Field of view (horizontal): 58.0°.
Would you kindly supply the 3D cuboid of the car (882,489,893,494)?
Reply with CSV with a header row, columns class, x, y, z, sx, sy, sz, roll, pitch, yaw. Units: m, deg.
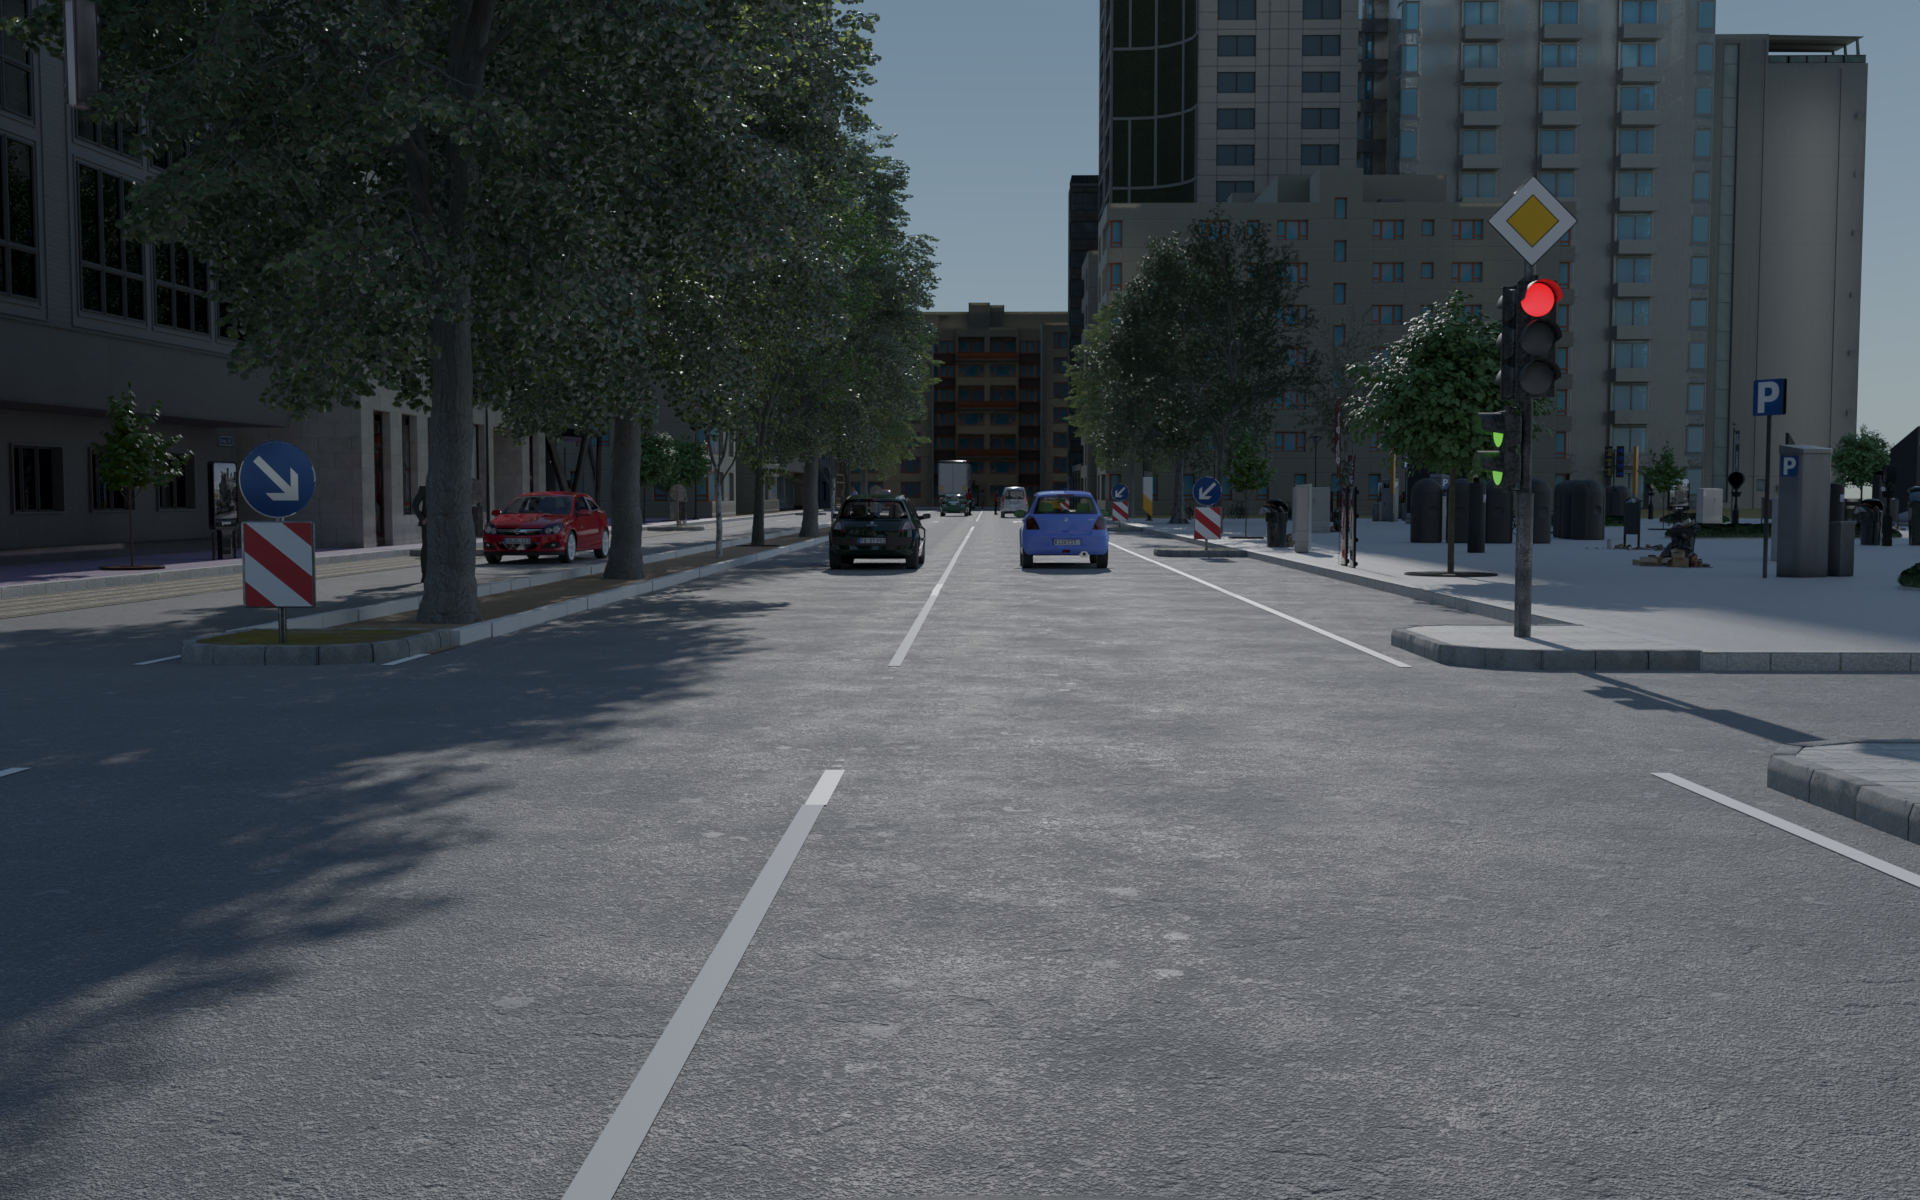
class,x,y,z,sx,sy,sz,roll,pitch,yaw
car,-6.116,-7.721,134.915,2.281,1.827,5.304,0,4,2

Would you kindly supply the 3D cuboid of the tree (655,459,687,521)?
class,x,y,z,sx,sy,sz,roll,pitch,yaw
tree,-13.629,-5.364,82.302,1.663,3.219,1.824,0,3,0

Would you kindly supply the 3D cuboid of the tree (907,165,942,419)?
class,x,y,z,sx,sy,sz,roll,pitch,yaw
tree,-5.019,-9.065,57.329,9.857,13.997,8.962,0,3,0

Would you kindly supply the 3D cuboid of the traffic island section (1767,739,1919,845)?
class,x,y,z,sx,sy,sz,roll,pitch,yaw
traffic island section,4.929,0.899,7.585,2.009,0.180,2.903,0,4,1

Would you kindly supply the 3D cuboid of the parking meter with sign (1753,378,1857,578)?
class,x,y,z,sx,sy,sz,roll,pitch,yaw
parking meter with sign,13.043,-1.861,26.684,1.738,3.016,0.543,-2,4,-24

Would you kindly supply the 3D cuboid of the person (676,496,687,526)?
class,x,y,z,sx,sy,sz,roll,pitch,yaw
person,-11.553,-3.829,71.653,0.519,1.759,0.362,1,4,17

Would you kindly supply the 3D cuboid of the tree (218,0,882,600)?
class,x,y,z,sx,sy,sz,roll,pitch,yaw
tree,-5.671,-7.327,28.909,9.857,13.997,8.962,0,3,0

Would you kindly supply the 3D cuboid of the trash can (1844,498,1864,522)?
class,x,y,z,sx,sy,sz,roll,pitch,yaw
trash can,30.070,-2.863,58.458,0.748,1.137,0.748,0,3,0

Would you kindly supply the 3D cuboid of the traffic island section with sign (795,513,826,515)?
class,x,y,z,sx,sy,sz,roll,pitch,yaw
traffic island section with sign,-10.147,-6.686,117.944,1.989,1.847,2.006,0,4,1

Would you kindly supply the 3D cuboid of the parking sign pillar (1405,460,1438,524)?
class,x,y,z,sx,sy,sz,roll,pitch,yaw
parking sign pillar,19.965,-5.269,74.613,1.447,3.967,1.447,3,4,38

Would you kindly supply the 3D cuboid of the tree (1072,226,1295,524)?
class,x,y,z,sx,sy,sz,roll,pitch,yaw
tree,9.491,-9.624,74.358,9.611,12.733,9.660,0,3,0

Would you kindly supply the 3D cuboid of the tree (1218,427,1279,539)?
class,x,y,z,sx,sy,sz,roll,pitch,yaw
tree,8.127,-3.374,49.773,1.663,3.219,1.824,0,3,0

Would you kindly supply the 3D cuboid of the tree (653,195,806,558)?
class,x,y,z,sx,sy,sz,roll,pitch,yaw
tree,-5.356,-5.228,38.301,4.737,8.622,4.395,0,3,0

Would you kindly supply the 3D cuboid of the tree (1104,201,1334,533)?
class,x,y,z,sx,sy,sz,roll,pitch,yaw
tree,8.289,-7.458,56.348,8.767,10.594,7.601,2,4,35

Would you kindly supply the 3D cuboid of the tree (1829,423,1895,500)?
class,x,y,z,sx,sy,sz,roll,pitch,yaw
tree,41.354,-5.858,79.490,4.285,4.588,4.351,0,3,0

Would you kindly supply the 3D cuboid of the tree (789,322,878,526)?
class,x,y,z,sx,sy,sz,roll,pitch,yaw
tree,-4.785,-6.864,65.052,4.360,8.622,3.978,0,3,0

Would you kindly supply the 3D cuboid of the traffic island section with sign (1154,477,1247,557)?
class,x,y,z,sx,sy,sz,roll,pitch,yaw
traffic island section with sign,5.529,-1.929,40.163,1.989,1.847,2.006,0,4,1

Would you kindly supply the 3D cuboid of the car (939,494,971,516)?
class,x,y,z,sx,sy,sz,roll,pitch,yaw
car,-0.334,-6.180,112.842,2.131,1.459,4.920,0,4,2

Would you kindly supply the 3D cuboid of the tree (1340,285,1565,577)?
class,x,y,z,sx,sy,sz,roll,pitch,yaw
tree,7.833,-2.661,27.228,4.285,4.588,4.351,0,3,0

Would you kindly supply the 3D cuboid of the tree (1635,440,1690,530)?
class,x,y,z,sx,sy,sz,roll,pitch,yaw
tree,25.164,-4.098,61.599,1.663,3.219,1.824,0,3,0

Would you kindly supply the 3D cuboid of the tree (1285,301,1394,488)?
class,x,y,z,sx,sy,sz,roll,pitch,yaw
tree,14.375,-7.030,65.311,4.360,8.622,3.978,0,3,0

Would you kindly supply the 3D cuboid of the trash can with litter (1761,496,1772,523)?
class,x,y,z,sx,sy,sz,roll,pitch,yaw
trash can with litter,30.337,-3.337,65.621,1.678,1.210,2.233,-2,4,-26

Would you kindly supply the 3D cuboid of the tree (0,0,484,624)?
class,x,y,z,sx,sy,sz,roll,pitch,yaw
tree,-5.700,-6.719,18.970,9.857,13.997,8.962,0,3,0

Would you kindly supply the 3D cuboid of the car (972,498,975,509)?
class,x,y,z,sx,sy,sz,roll,pitch,yaw
car,0.481,-9.293,164.294,2.083,1.381,4.827,0,4,1

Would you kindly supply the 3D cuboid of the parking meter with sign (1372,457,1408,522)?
class,x,y,z,sx,sy,sz,roll,pitch,yaw
parking meter with sign,20.025,-5.159,80.605,0.543,3.016,1.738,-3,5,-43

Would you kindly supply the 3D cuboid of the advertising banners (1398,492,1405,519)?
class,x,y,z,sx,sy,sz,roll,pitch,yaw
advertising banners,23.248,-5.646,88.501,2.074,3.025,0.090,2,4,26

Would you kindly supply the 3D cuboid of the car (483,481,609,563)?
class,x,y,z,sx,sy,sz,roll,pitch,yaw
car,-8.849,-1.722,37.196,2.155,1.783,4.494,0,4,3

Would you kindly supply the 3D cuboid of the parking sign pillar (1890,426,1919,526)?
class,x,y,z,sx,sy,sz,roll,pitch,yaw
parking sign pillar,37.848,-4.939,69.230,1.447,3.967,1.447,-1,4,-18

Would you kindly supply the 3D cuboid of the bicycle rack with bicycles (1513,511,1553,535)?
class,x,y,z,sx,sy,sz,roll,pitch,yaw
bicycle rack with bicycles,18.109,-2.496,54.200,2.925,0.926,2.852,3,5,42

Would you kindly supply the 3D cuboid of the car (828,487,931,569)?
class,x,y,z,sx,sy,sz,roll,pitch,yaw
car,-1.607,-1.509,34.451,2.009,1.686,4.222,0,4,1

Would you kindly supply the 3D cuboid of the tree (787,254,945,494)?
class,x,y,z,sx,sy,sz,roll,pitch,yaw
tree,-4.582,-9.808,80.952,7.486,12.596,7.792,0,3,0

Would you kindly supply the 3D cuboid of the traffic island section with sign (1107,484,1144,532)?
class,x,y,z,sx,sy,sz,roll,pitch,yaw
traffic island section with sign,6.040,-3.577,67.114,1.989,1.847,2.006,0,4,1

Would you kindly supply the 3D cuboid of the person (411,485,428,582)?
class,x,y,z,sx,sy,sz,roll,pitch,yaw
person,-8.576,-1.250,28.299,0.474,1.900,0.648,2,4,32

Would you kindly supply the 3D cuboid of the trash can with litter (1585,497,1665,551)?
class,x,y,z,sx,sy,sz,roll,pitch,yaw
trash can with litter,15.641,-1.763,39.887,1.678,1.210,2.233,-1,4,-16

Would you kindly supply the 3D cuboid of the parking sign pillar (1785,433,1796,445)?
class,x,y,z,sx,sy,sz,roll,pitch,yaw
parking sign pillar,36.914,-5.386,76.526,1.447,3.967,1.447,-3,5,-41

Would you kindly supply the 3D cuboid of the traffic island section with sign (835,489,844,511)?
class,x,y,z,sx,sy,sz,roll,pitch,yaw
traffic island section with sign,-9.648,-8.348,145.118,1.989,1.847,2.006,0,4,1

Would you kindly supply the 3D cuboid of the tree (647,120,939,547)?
class,x,y,z,sx,sy,sz,roll,pitch,yaw
tree,-5.389,-7.244,46.644,9.928,11.665,9.643,0,3,0

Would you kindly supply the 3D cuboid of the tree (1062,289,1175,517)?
class,x,y,z,sx,sy,sz,roll,pitch,yaw
tree,9.181,-10.923,96.721,7.486,12.596,7.792,0,3,0

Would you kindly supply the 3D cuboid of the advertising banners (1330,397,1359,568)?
class,x,y,z,sx,sy,sz,roll,pitch,yaw
advertising banners,6.853,-2.116,30.784,0.090,3.025,2.074,0,4,2

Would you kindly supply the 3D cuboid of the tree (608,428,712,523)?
class,x,y,z,sx,sy,sz,roll,pitch,yaw
tree,-14.282,-5.763,77.931,4.285,4.588,4.351,0,3,0

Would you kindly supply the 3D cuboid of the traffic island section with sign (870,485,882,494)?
class,x,y,z,sx,sy,sz,roll,pitch,yaw
traffic island section with sign,-4.430,-5.041,90.556,2.006,1.907,1.989,0,4,1

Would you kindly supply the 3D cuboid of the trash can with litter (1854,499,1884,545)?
class,x,y,z,sx,sy,sz,roll,pitch,yaw
trash can with litter,22.929,-1.971,43.617,0.624,1.170,1.055,3,4,36

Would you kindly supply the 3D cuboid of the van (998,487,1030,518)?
class,x,y,z,sx,sy,sz,roll,pitch,yaw
van,3.324,-6.080,106.411,2.013,2.044,4.112,0,4,1

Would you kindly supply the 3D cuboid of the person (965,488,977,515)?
class,x,y,z,sx,sy,sz,roll,pitch,yaw
person,0.648,-6.608,116.475,0.705,1.831,1.348,-3,4,-36

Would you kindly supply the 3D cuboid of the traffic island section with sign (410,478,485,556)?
class,x,y,z,sx,sy,sz,roll,pitch,yaw
traffic island section with sign,-11.573,-1.949,40.488,1.989,1.847,2.006,0,4,1

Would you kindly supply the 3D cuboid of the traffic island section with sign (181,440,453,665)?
class,x,y,z,sx,sy,sz,roll,pitch,yaw
traffic island section with sign,-5.810,-0.446,15.430,2.006,1.907,1.989,0,4,1

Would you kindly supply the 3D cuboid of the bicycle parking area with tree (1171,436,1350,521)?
class,x,y,z,sx,sy,sz,roll,pitch,yaw
bicycle parking area with tree,15.137,-6.091,86.597,8.231,4.147,9.016,3,5,39

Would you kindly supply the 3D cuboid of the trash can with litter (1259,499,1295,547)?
class,x,y,z,sx,sy,sz,roll,pitch,yaw
trash can with litter,7.679,-1.859,41.778,0.624,1.170,1.055,2,4,32

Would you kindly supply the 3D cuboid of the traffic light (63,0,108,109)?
class,x,y,z,sx,sy,sz,roll,pitch,yaw
traffic light,-10.229,-2.513,15.756,4.771,5.953,1.251,0,4,1

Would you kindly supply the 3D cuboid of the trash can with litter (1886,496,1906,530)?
class,x,y,z,sx,sy,sz,roll,pitch,yaw
trash can with litter,32.619,-3.086,61.517,2.233,1.210,1.678,0,4,2

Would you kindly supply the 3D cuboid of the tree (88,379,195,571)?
class,x,y,z,sx,sy,sz,roll,pitch,yaw
tree,-14.090,-2.124,29.330,1.663,3.219,1.824,0,3,0

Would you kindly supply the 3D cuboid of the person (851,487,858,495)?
class,x,y,z,sx,sy,sz,roll,pitch,yaw
person,-6.285,-5.663,100.956,0.599,1.838,0.709,-3,5,-41

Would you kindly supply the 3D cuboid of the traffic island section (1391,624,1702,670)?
class,x,y,z,sx,sy,sz,roll,pitch,yaw
traffic island section,5.076,0.411,15.569,2.009,0.180,2.903,0,4,1

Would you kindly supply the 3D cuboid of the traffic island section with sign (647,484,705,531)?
class,x,y,z,sx,sy,sz,roll,pitch,yaw
traffic island section with sign,-11.071,-3.618,67.790,1.989,1.847,2.006,0,4,1

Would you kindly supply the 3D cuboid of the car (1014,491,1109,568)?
class,x,y,z,sx,sy,sz,roll,pitch,yaw
car,2.051,-1.540,34.771,1.945,1.707,3.694,0,4,1

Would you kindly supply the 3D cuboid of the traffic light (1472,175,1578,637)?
class,x,y,z,sx,sy,sz,roll,pitch,yaw
traffic light,5.037,-1.623,15.456,0.839,4.253,0.868,0,4,1

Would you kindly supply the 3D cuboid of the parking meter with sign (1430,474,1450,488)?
class,x,y,z,sx,sy,sz,roll,pitch,yaw
parking meter with sign,18.048,-4.213,65.138,0.543,3.016,1.738,-1,4,-22

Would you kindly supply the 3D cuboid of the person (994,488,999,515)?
class,x,y,z,sx,sy,sz,roll,pitch,yaw
person,2.557,-6.914,121.485,0.705,1.831,1.348,0,4,-2

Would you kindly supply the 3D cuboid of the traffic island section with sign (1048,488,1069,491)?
class,x,y,z,sx,sy,sz,roll,pitch,yaw
traffic island section with sign,6.958,-6.647,117.306,1.989,1.847,2.006,0,4,1

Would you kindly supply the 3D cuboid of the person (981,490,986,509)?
class,x,y,z,sx,sy,sz,roll,pitch,yaw
person,2.168,-9.453,163.061,0.705,1.824,1.348,-1,4,-17
